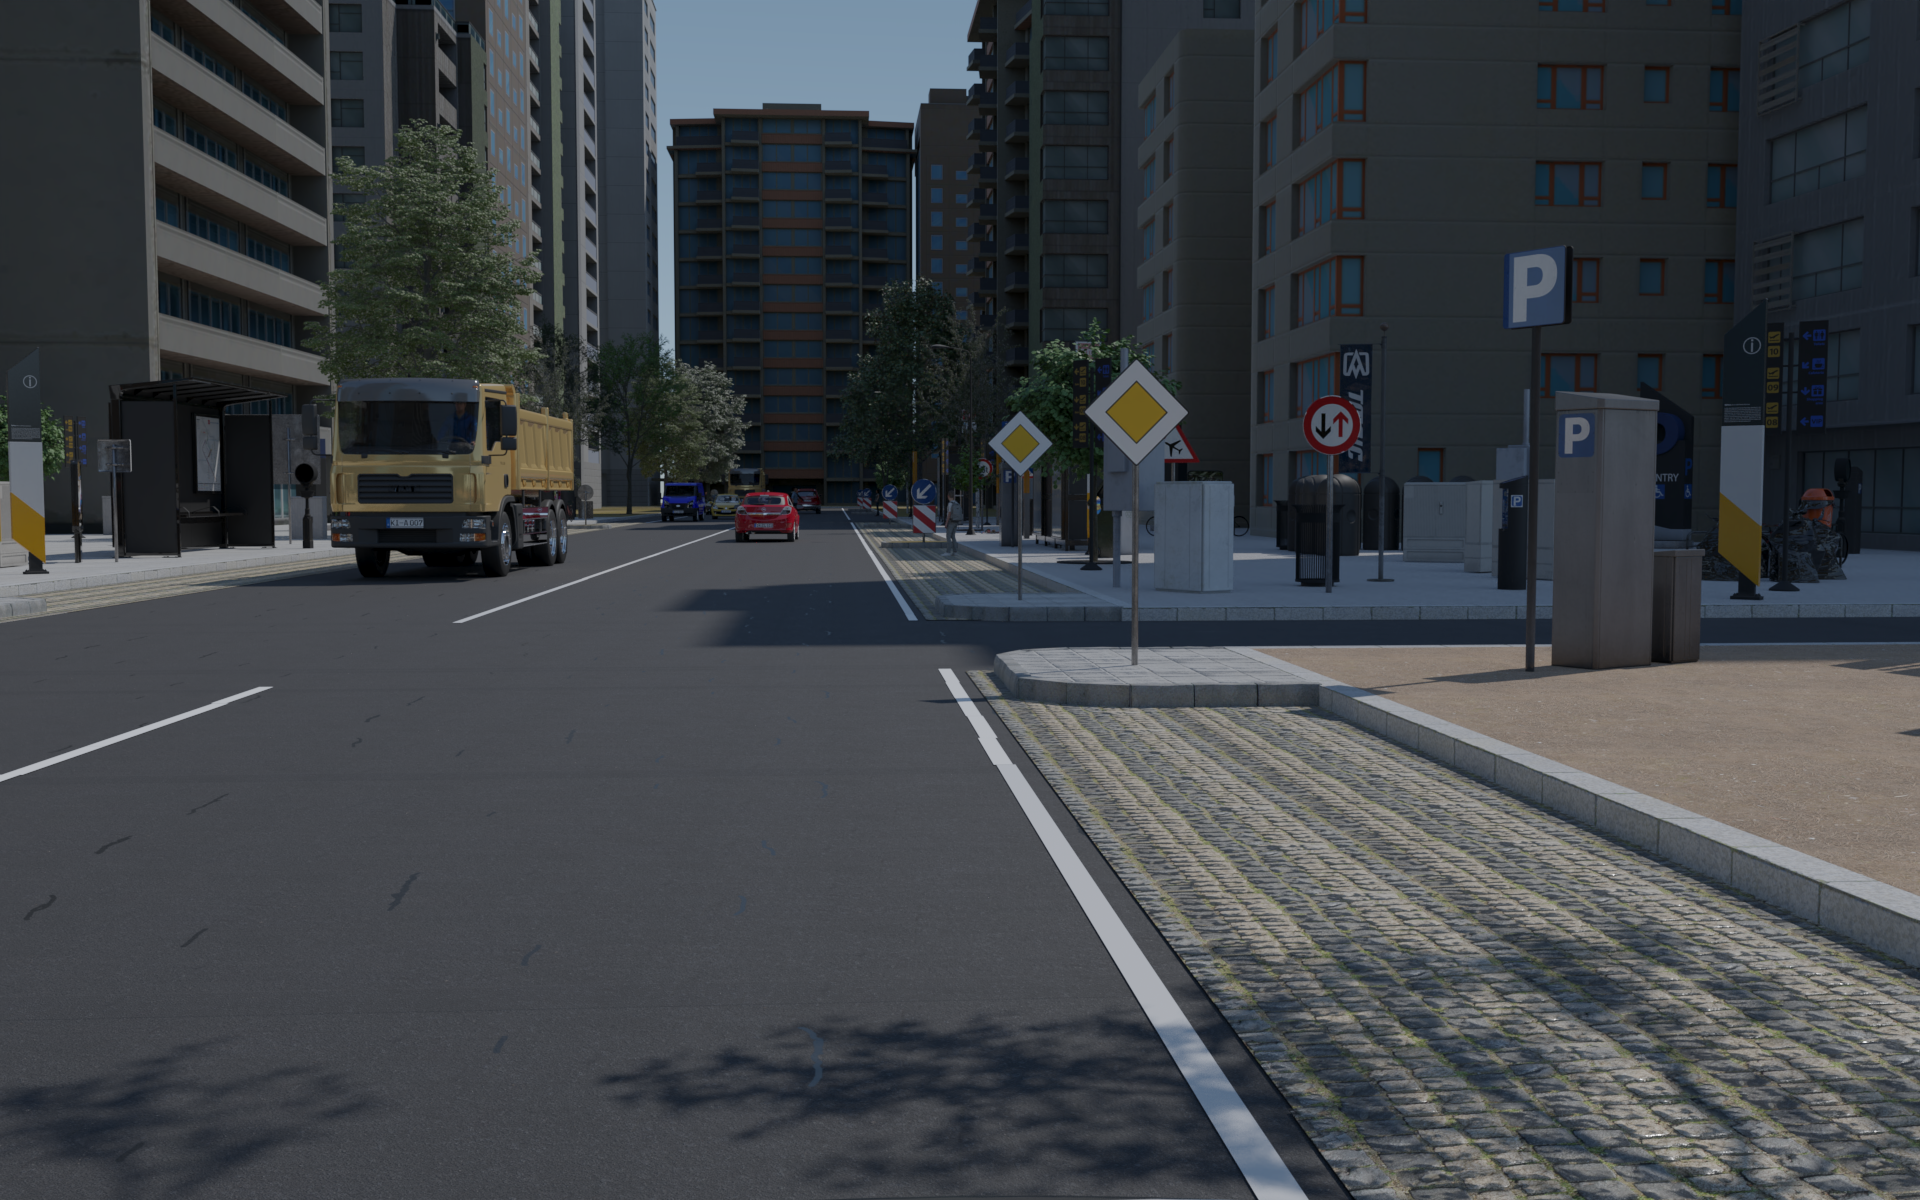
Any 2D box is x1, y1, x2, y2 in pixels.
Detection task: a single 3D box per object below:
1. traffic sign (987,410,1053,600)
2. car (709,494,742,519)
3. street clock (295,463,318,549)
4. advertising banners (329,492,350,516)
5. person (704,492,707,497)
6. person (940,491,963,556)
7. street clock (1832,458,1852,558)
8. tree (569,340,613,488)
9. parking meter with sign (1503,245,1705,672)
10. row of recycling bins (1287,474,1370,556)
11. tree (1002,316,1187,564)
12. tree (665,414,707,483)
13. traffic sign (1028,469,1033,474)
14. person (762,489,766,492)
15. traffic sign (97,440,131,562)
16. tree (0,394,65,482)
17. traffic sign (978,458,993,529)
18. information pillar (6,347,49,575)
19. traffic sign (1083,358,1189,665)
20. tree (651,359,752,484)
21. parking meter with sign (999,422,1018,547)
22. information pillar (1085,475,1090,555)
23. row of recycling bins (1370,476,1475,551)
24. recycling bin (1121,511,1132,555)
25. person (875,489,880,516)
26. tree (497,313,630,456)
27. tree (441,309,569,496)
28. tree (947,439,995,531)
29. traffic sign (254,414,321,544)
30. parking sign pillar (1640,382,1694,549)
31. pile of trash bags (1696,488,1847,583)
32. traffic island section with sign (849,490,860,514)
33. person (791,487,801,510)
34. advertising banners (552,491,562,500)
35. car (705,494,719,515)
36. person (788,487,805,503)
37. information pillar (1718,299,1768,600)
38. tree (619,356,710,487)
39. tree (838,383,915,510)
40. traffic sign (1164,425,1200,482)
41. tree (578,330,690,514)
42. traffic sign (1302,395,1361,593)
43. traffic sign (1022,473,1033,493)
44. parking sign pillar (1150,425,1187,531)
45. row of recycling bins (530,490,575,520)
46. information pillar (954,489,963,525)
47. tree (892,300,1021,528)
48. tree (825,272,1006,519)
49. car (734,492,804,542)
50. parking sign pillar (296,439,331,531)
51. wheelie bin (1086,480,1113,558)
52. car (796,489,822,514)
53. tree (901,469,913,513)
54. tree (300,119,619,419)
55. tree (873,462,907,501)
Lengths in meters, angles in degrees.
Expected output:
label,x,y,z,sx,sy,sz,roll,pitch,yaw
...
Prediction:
label,x,y,z,sx,sy,sz,roll,pitch,yaw
traffic sign,0.723,-1.055,20.888,0.795,2.450,0.064,0,4,-4
car,-13.333,-5.453,99.382,2.015,1.641,3.980,0,4,-5
street clock,-15.365,-2.214,40.761,0.471,2.002,0.358,0,4,4
advertising banners,-23.661,-4.332,67.017,0.090,3.025,2.074,1,4,21
person,-21.564,-8.290,144.846,0.742,1.727,0.445,-3,4,-37
person,-0.200,-1.763,39.923,0.523,1.515,0.503,0,4,-2
street clock,17.749,-1.853,34.871,0.358,2.002,0.471,3,4,38
tree,-18.865,-8.040,81.821,4.360,8.622,3.978,0,3,0
parking meter with sign,4.824,-1.015,12.862,1.738,3.016,0.543,-2,4,-31
row of recycling bins,7.795,-1.854,37.419,1.069,1.692,3.534,0,4,-2
tree,2.490,-2.965,32.194,4.285,4.588,4.351,0,3,0
tree,-24.952,-12.571,155.893,4.360,8.622,3.978,0,3,0
traffic sign,2.239,-2.977,48.780,0.768,2.556,0.104,0,4,2
person,-10.883,-5.327,96.527,0.756,1.711,0.436,-1,4,-12
traffic sign,-15.857,-1.858,32.501,0.606,2.300,0.079,0,4,-2
tree,-28.864,-4.225,52.788,4.285,4.588,4.351,0,3,0
traffic sign,0.789,-3.766,61.678,0.768,2.556,0.104,0,4,4
information pillar,-14.866,-2.216,27.588,0.504,3.616,0.183,-3,5,-45
traffic sign,1.306,-0.568,12.924,0.795,2.450,0.064,0,4,-4
tree,-24.841,-15.734,163.903,9.857,13.997,8.962,0,3,0
parking meter with sign,1.218,-2.830,42.526,0.543,3.016,1.738,0,4,-4
information pillar,2.737,-2.761,36.504,0.183,3.616,0.504,0,4,7
row of recycling bins,10.082,-1.980,39.482,3.534,1.692,1.069,2,4,30
recycling bin,3.416,-1.487,36.860,0.722,1.027,0.722,0,4,2
person,-5.423,-6.305,112.305,0.721,1.735,1.217,0,4,-7
tree,-20.625,-9.511,89.911,7.601,10.594,8.767,0,4,6
tree,-17.991,-7.088,66.253,4.360,8.622,3.978,0,3,0
tree,0.443,-4.026,60.430,1.663,3.219,1.824,0,3,0
traffic sign,-17.474,-3.083,44.284,2.265,3.308,0.079,0,4,2
parking sign pillar,16.669,-3.218,41.089,1.447,3.967,1.447,-3,5,-40
pile of trash bags,12.598,-1.024,26.488,1.912,1.369,3.447,3,5,44
traffic island section with sign,-6.738,-7.005,123.156,1.989,1.847,2.006,0,4,-4
person,-9.747,-5.762,102.701,0.705,1.826,1.348,1,4,14
advertising banners,-17.762,-4.921,76.643,0.090,3.025,2.074,0,4,0
car,-16.683,-6.752,120.186,2.009,1.686,4.222,0,4,-2
person,-9.984,-5.855,103.863,1.348,1.869,0.705,0,4,-6
information pillar,9.504,-1.814,21.006,0.504,3.616,0.183,3,4,38
tree,-24.612,-13.714,142.357,7.486,12.596,7.792,0,3,0
tree,-6.125,-13.234,142.131,9.928,11.665,9.643,0,3,0
traffic sign,3.629,-1.804,29.500,0.884,2.594,0.081,0,4,5
tree,-20.851,-11.230,109.372,9.928,11.665,9.643,0,3,0
traffic sign,4.794,-1.366,22.437,0.768,2.556,0.104,0,4,-4
traffic sign,2.154,-3.557,58.164,0.884,2.594,0.081,0,4,1
parking sign pillar,7.366,-4.402,60.448,1.447,3.967,1.447,-2,4,-31
row of recycling bins,-21.024,-4.845,86.335,3.534,1.692,1.069,-1,4,-18
information pillar,-0.050,-4.102,71.567,0.304,2.012,0.304,1,4,19
tree,0.516,-6.993,64.694,4.360,8.622,3.978,0,3,0
tree,-2.211,-10.558,89.631,9.611,12.733,9.660,0,3,0
car,-5.904,-2.703,53.228,2.155,1.783,4.494,0,4,-3
parking sign pillar,-22.779,-4.422,60.766,1.447,3.967,1.447,3,4,39
wheelie bin,2.929,-1.657,34.995,0.693,1.594,0.980,1,4,9
car,-11.165,-7.172,125.938,2.281,1.827,5.304,0,4,-6
tree,-3.104,-7.631,119.366,1.663,3.219,1.824,0,3,0
tree,-16.055,-8.240,52.858,7.486,12.596,7.792,0,3,0
tree,-6.268,-10.526,155.806,4.285,4.588,4.351,0,3,0
